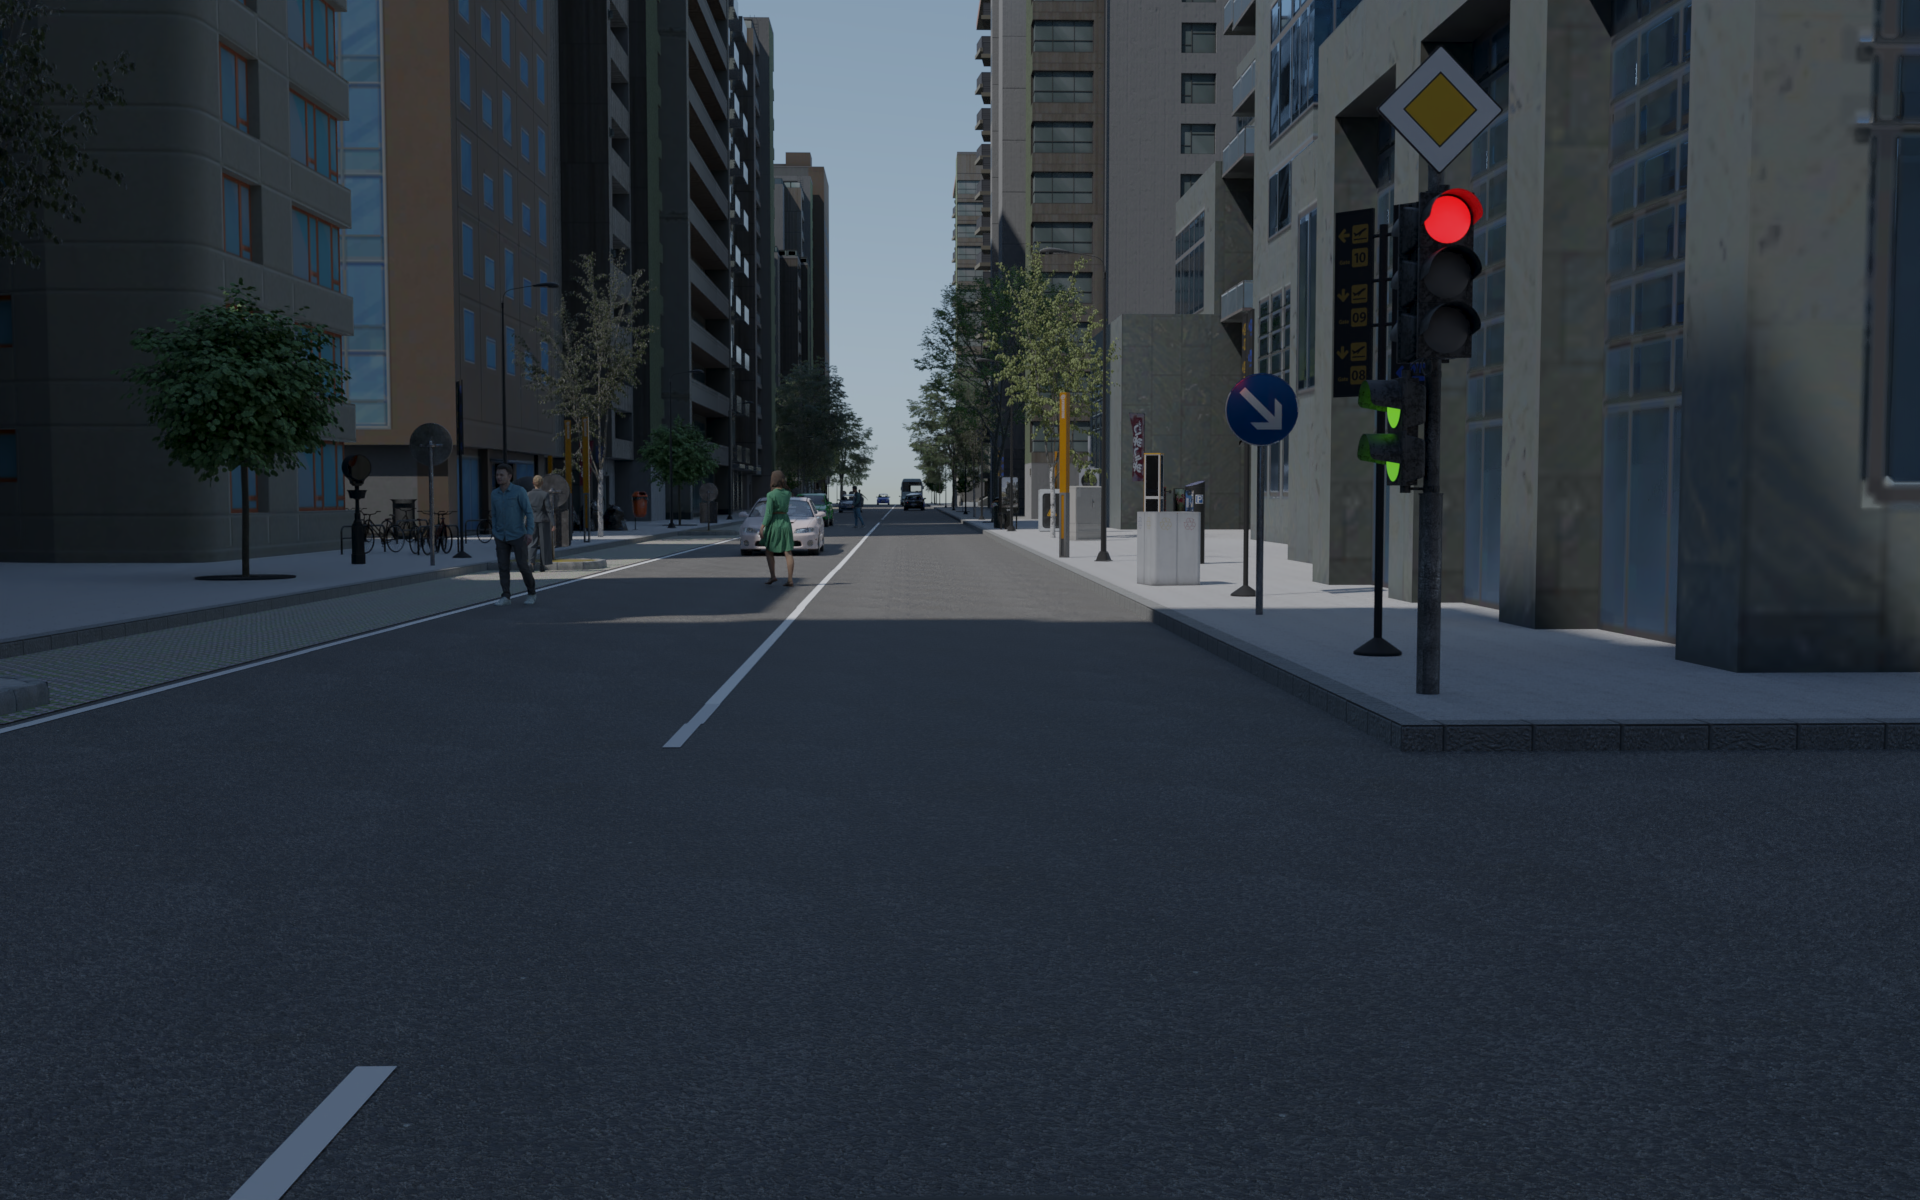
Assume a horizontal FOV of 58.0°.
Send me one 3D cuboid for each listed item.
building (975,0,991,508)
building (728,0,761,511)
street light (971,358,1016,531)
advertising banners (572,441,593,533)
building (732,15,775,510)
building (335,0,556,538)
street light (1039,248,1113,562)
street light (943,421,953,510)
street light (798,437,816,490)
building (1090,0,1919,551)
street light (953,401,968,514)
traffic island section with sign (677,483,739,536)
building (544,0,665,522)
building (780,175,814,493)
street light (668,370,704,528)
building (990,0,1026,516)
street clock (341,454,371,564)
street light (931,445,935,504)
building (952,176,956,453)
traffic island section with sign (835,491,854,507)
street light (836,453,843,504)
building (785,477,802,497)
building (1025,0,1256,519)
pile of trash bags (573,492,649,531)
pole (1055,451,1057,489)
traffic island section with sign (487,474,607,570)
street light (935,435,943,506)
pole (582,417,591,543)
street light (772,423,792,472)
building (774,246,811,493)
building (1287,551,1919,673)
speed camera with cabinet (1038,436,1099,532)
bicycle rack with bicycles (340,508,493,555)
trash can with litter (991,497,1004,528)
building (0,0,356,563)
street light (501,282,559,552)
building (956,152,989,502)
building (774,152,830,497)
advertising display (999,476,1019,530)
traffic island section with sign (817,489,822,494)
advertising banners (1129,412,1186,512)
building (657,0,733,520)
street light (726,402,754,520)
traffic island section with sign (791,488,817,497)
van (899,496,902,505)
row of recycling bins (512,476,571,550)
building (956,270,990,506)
[{"bbox_3d":[12.521,-30.006,145.229,22.147,44.769,28.867,0,4,-2],"label":"building"},{"bbox_3d":[-26.752,-30.690,121.386,23.786,49.044,30.456,0,4,-2],"label":"building"},{"bbox_3d":[1.232,-5.314,59.421,1.470,5.913,1.316,0,4,-2],"label":"street light"},{"bbox_3d":[-12.875,-3.687,56.462,2.074,3.025,0.090,1,4,15],"label":"advertising banners"},{"bbox_3d":[-22.906,-28.158,143.985,14.154,41.232,14.086,0,4,-2],"label":"building"},{"bbox_3d":[-21.620,-24.795,55.509,14.600,45.320,14.200,0,4,-2],"label":"building"},{"bbox_3d":[2.196,-3.688,32.841,1.470,5.913,1.316,0,4,-2],"label":"street light"},{"bbox_3d":[-0.183,-8.375,109.471,1.470,5.913,1.316,0,4,-2],"label":"street light"},{"bbox_3d":[-12.530,-10.234,139.863,1.470,5.913,1.316,0,4,-2],"label":"street light"},{"bbox_3d":[17.083,-45.402,54.987,22.319,86.520,31.000,0,4,-2],"label":"building"},{"bbox_3d":[0.547,-6.933,85.893,1.470,5.913,1.316,0,4,-2],"label":"street light"},{"bbox_3d":[-8.712,-3.152,60.159,1.989,1.847,2.006,0,4,-2],"label":"traffic island section with sign"},{"bbox_3d":[-21.442,-18.739,78.091,14.160,30.474,14.107,0,4,-2],"label":"building"},{"bbox_3d":[-25.703,-32.576,216.212,14.154,41.232,14.086,0,4,-2],"label":"building"},{"bbox_3d":[-10.282,-5.646,64.857,1.470,5.913,1.316,0,4,-2],"label":"street light"},{"bbox_3d":[12.528,-35.070,115.388,21.231,58.520,28.212,0,4,-2],"label":"building"},{"bbox_3d":[-11.017,-1.657,31.664,0.358,2.002,0.471,3,5,43],"label":"street clock"},{"bbox_3d":[-1.867,-11.628,162.654,1.470,5.913,1.316,0,4,-2],"label":"street light"},{"bbox_3d":[10.089,-35.268,231.257,22.147,44.769,28.867,0,4,-2],"label":"building"},{"bbox_3d":[-12.877,-11.278,193.030,1.989,1.847,2.006,0,4,-2],"label":"traffic island section with sign"},{"bbox_3d":[-14.413,-13.733,197.073,1.470,5.913,1.316,0,4,-2],"label":"street light"},{"bbox_3d":[-33.149,-30.032,182.910,32.217,40.220,23.993,0,4,-2],"label":"building"},{"bbox_3d":[10.461,-19.777,95.049,14.160,30.474,14.107,0,4,-2],"label":"building"},{"bbox_3d":[-12.396,-3.124,60.826,1.912,1.369,3.447,3,5,42],"label":"pile of trash bags"},{"bbox_3d":[4.638,-5.446,82.884,0.158,3.312,0.155,0,3,0],"label":"pole"},{"bbox_3d":[-7.862,-1.504,33.218,1.989,1.847,2.006,0,4,-2],"label":"traffic island section with sign"},{"bbox_3d":[-1.036,-9.974,135.617,1.470,5.913,1.316,0,4,-2],"label":"street light"},{"bbox_3d":[-9.879,-3.177,45.784,0.158,3.312,0.155,0,3,0],"label":"pole"},{"bbox_3d":[-11.716,-8.627,113.587,1.470,5.913,1.316,0,4,-2],"label":"street light"},{"bbox_3d":[-24.904,-26.348,202.489,14.160,30.474,14.107,0,4,-2],"label":"building"},{"bbox_3d":[20.715,-43.347,21.397,31.000,86.520,22.319,0,4,-2],"label":"building"},{"bbox_3d":[3.705,-3.949,58.906,2.038,3.252,0.660,0,4,6],"label":"speed camera with cabinet"},{"bbox_3d":[-11.895,-1.473,37.472,2.852,0.926,2.925,1,4,12],"label":"bicycle rack with bicycles"},{"bbox_3d":[1.413,-3.280,65.018,0.624,1.170,1.055,0,4,-6],"label":"trash can with litter"},{"bbox_3d":[-27.660,-11.047,25.653,27.650,21.520,28.899,0,4,-2],"label":"building"},{"bbox_3d":[-9.479,-4.010,38.099,1.470,5.913,1.316,0,4,-2],"label":"street light"},{"bbox_3d":[6.450,-32.180,209.735,14.154,41.232,14.086,0,4,-2],"label":"building"},{"bbox_3d":[-24.594,-35.506,230.639,14.600,45.320,14.200,0,4,-2],"label":"building"},{"bbox_3d":[1.763,-3.507,62.549,0.123,1.923,0.974,3,5,42],"label":"advertising display"},{"bbox_3d":[-11.105,-7.816,136.421,1.989,1.847,2.006,0,4,-2],"label":"traffic island section with sign"},{"bbox_3d":[4.359,-2.548,37.853,2.074,3.025,0.090,-3,5,-44],"label":"advertising banners"},{"bbox_3d":[-24.467,-28.855,95.481,21.300,48.544,21.600,0,4,-2],"label":"building"},{"bbox_3d":[-11.057,-7.004,87.058,1.470,5.913,1.316,0,4,-2],"label":"street light"},{"bbox_3d":[-10.255,-6.156,109.281,1.989,1.847,2.006,0,4,-2],"label":"traffic island section with sign"},{"bbox_3d":[-6.997,-13.444,226.821,2.013,2.044,4.112,0,4,-3],"label":"van"},{"bbox_3d":[-10.021,-2.112,41.637,1.069,1.692,3.534,0,4,-2],"label":"row of recycling bins"},{"bbox_3d":[15.744,-30.499,190.546,32.217,40.220,23.993,0,4,-2],"label":"building"}]
